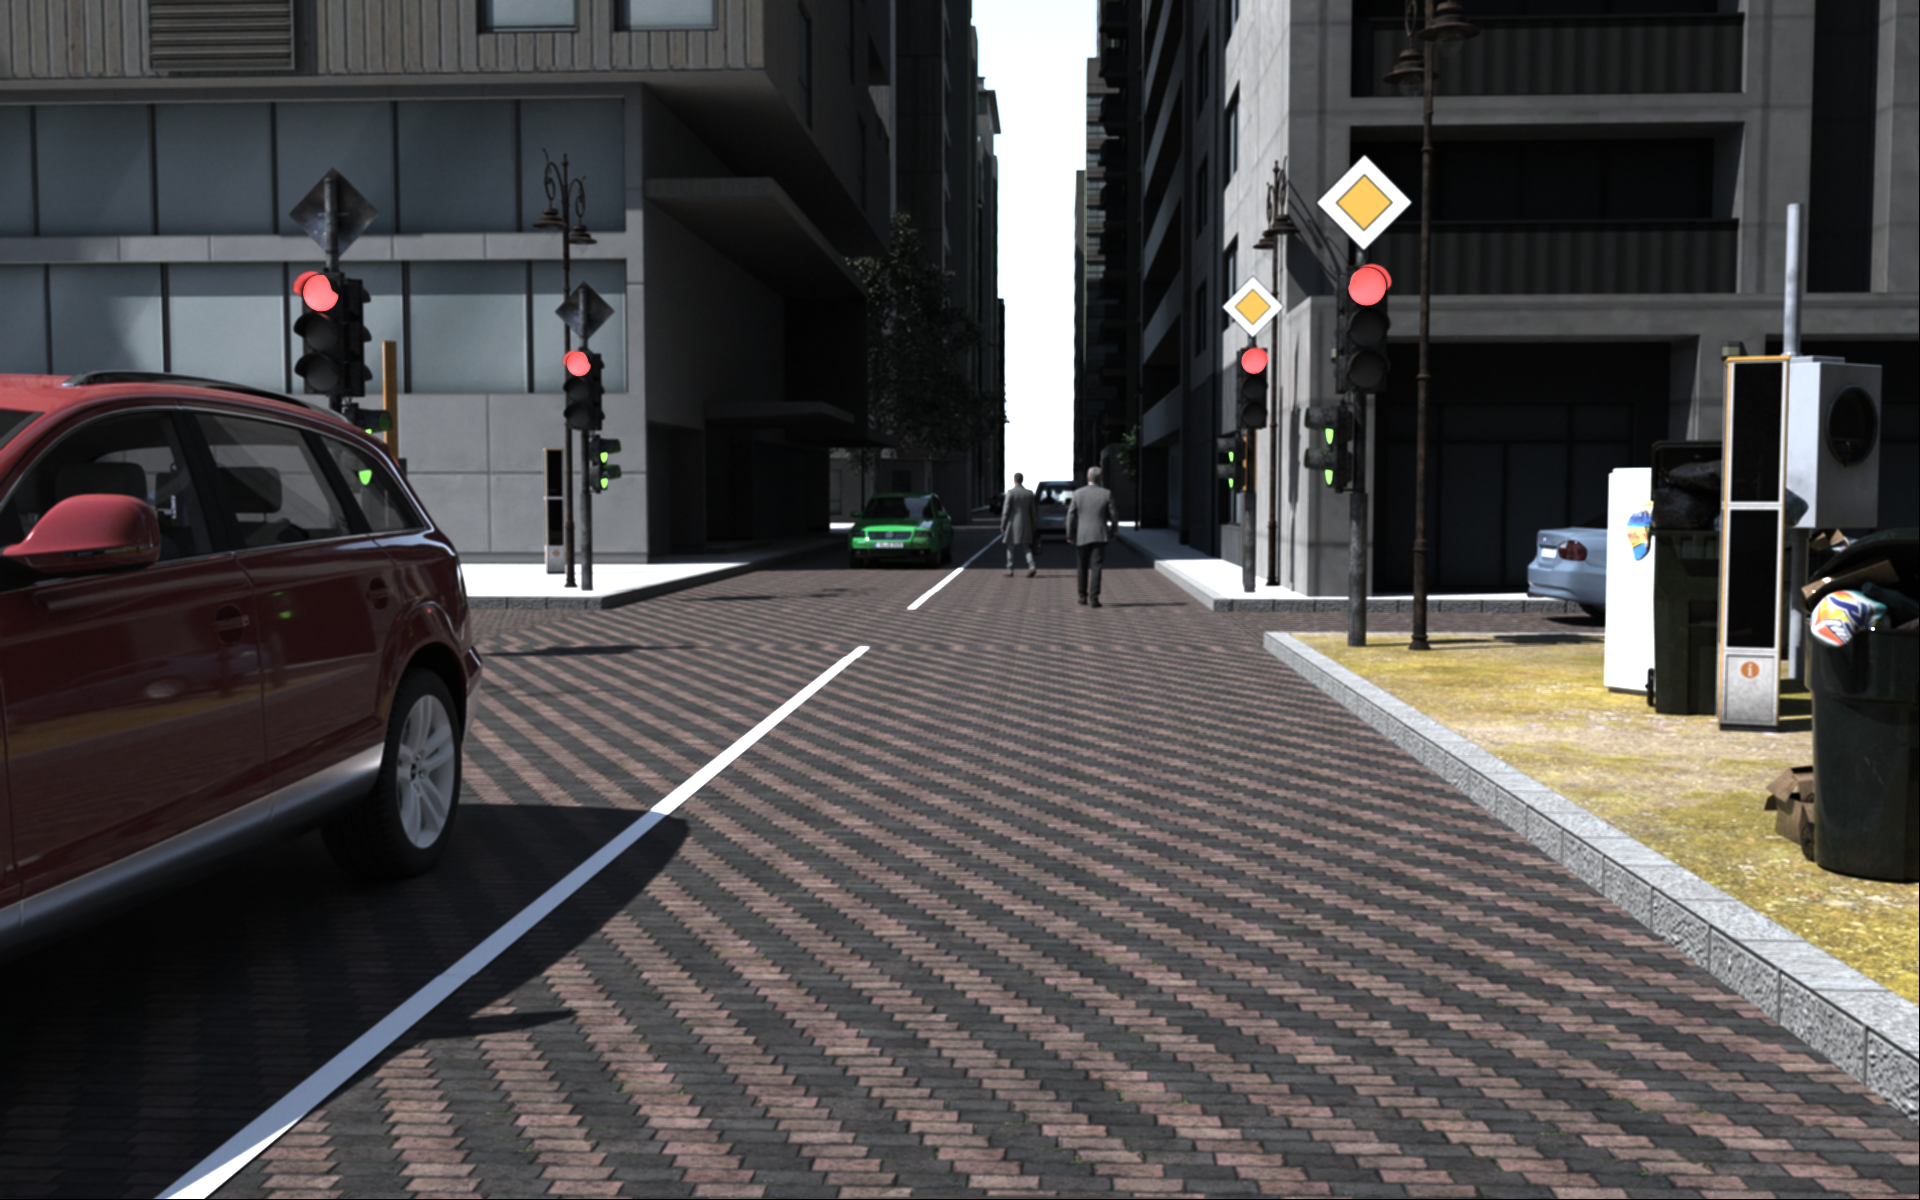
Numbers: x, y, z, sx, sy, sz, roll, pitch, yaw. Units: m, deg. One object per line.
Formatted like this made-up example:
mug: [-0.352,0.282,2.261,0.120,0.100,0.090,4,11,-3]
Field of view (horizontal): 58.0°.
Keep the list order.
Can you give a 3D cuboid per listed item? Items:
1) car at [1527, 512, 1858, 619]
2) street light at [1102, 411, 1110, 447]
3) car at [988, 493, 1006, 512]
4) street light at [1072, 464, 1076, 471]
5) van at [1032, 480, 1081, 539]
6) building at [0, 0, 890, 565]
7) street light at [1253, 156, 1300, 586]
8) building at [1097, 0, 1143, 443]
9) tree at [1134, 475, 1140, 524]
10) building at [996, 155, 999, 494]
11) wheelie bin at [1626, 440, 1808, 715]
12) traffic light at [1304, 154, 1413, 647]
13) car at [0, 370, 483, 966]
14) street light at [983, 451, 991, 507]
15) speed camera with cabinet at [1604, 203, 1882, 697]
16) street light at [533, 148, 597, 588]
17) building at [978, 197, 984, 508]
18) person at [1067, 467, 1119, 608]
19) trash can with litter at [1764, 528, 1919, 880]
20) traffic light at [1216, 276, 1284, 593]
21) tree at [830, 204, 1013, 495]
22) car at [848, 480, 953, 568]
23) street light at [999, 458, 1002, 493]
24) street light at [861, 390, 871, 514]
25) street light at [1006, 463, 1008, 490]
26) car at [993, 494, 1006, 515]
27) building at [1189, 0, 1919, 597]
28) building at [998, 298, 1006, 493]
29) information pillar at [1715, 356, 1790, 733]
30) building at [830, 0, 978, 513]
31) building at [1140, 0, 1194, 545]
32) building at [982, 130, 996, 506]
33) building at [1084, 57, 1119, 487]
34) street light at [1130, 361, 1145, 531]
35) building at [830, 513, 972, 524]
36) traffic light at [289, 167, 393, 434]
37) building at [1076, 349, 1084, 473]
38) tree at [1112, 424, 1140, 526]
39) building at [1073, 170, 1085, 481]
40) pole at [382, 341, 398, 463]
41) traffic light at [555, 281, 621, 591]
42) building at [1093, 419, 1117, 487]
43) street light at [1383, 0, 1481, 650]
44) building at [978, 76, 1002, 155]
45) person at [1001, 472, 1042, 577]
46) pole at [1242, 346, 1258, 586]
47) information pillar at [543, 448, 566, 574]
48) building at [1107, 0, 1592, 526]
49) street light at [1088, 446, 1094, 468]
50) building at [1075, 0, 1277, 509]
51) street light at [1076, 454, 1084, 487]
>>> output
car: [8.670,-0.439,19.182,4.499,1.417,2.014,0,4,3]
street light: [8.387,-7.745,99.418,0.468,5.910,1.993,0,4,3]
car: [3.304,-7.889,138.027,2.155,1.783,4.494,0,4,4]
street light: [14.750,-15.135,220.239,0.468,5.910,1.993,0,4,3]
van: [3.016,-2.808,52.922,2.013,2.044,4.112,0,4,3]
building: [-16.098,-27.734,42.685,28.713,52.752,27.495,0,4,3]
street light: [4.382,-3.142,24.152,0.468,5.910,1.993,0,4,3]
building: [20.225,-28.014,112.648,22.147,44.769,28.867,0,4,3]
tree: [8.167,-4.816,73.348,1.663,3.219,1.824,0,3,0]
building: [-2.735,-31.788,203.321,14.154,41.232,14.086,0,4,3]
wheelie bin: [4.420,-0.137,10.153,0.980,1.594,0.693,1,4,22]
traffic light: [3.330,-1.564,14.497,0.839,4.253,0.868,0,4,3]
car: [-3.105,0.219,5.093,2.281,1.827,5.304,0,4,4]
street light: [2.594,-12.238,172.872,0.468,5.910,1.993,0,4,3]
speed camera with cabinet: [5.197,-1.045,11.416,2.038,3.252,0.660,-2,4,-29]
street light: [-5.355,-3.111,23.655,0.468,5.910,1.993,0,4,3]
building: [-5.046,-23.879,162.122,14.160,30.474,14.107,0,4,3]
person: [1.694,-0.813,22.190,0.661,1.777,0.834,0,4,2]
trash can with litter: [3.130,0.323,6.108,0.624,1.170,1.055,0,4,5]
traffic light: [3.756,-2.052,22.471,0.839,4.253,0.868,0,4,3]
tree: [-3.180,-9.211,67.607,9.611,12.733,9.660,0,3,0]
car: [-1.155,-1.597,34.905,1.959,1.807,4.718,0,4,5]
street light: [5.142,-15.096,219.610,0.468,5.910,1.993,0,4,3]
street light: [-3.363,-5.329,59.916,0.468,5.910,1.993,0,4,3]
street light: [7.009,-17.330,256.126,0.468,5.910,1.993,0,4,3]
car: [3.403,-6.731,121.856,2.131,1.459,4.920,0,4,4]
building: [15.156,-36.133,29.023,20.611,71.187,20.563,0,4,3]
building: [-0.762,-28.994,245.752,14.160,30.474,14.107,0,4,3]
information pillar: [4.302,-0.301,9.413,0.304,2.012,0.304,1,4,20]
building: [-5.754,-28.348,147.087,14.154,41.232,14.086,0,4,3]
building: [16.786,-26.206,52.176,21.300,48.544,21.600,0,4,3]
building: [-3.662,-30.922,189.174,14.154,41.232,14.086,0,4,3]
building: [18.925,-29.480,165.588,14.154,41.232,14.086,0,4,3]
street light: [6.171,-5.355,60.340,0.468,5.910,1.993,0,4,3]
building: [-6.749,-24.308,81.031,14.154,41.232,14.086,0,4,3]
traffic light: [-5.370,-1.592,14.945,0.839,4.253,0.868,0,4,3]
building: [28.791,-22.958,220.394,27.650,21.520,28.899,0,4,3]
tree: [7.721,-5.216,69.003,4.285,4.588,4.351,0,3,0]
building: [26.823,-37.998,244.972,21.300,48.544,21.600,0,4,3]
pole: [-7.620,-1.797,23.216,0.158,3.312,0.155,0,3,0]
traffic light: [-4.944,-2.079,22.918,0.839,4.253,0.868,0,4,3]
building: [22.579,-50.692,141.478,22.319,86.520,31.000,0,4,3]
street light: [3.790,-2.527,14.108,0.468,5.910,1.993,0,4,3]
building: [-9.333,-38.830,224.101,28.713,52.752,27.495,0,4,3]
person: [1.022,-1.299,29.847,0.694,1.812,0.767,-2,4,-26]
pole: [4.009,-1.841,23.942,0.158,3.312,0.155,0,3,0]
information pillar: [-6.513,-1.427,27.820,0.304,2.012,0.304,-1,4,-19]
building: [17.655,-39.577,85.335,20.563,71.187,20.611,0,4,3]
street light: [10.260,-9.970,135.789,0.468,5.910,1.993,0,4,3]
building: [23.422,-46.249,194.420,20.563,71.187,20.611,0,4,3]
street light: [12.826,-12.922,184.058,0.468,5.910,1.993,0,4,3]
